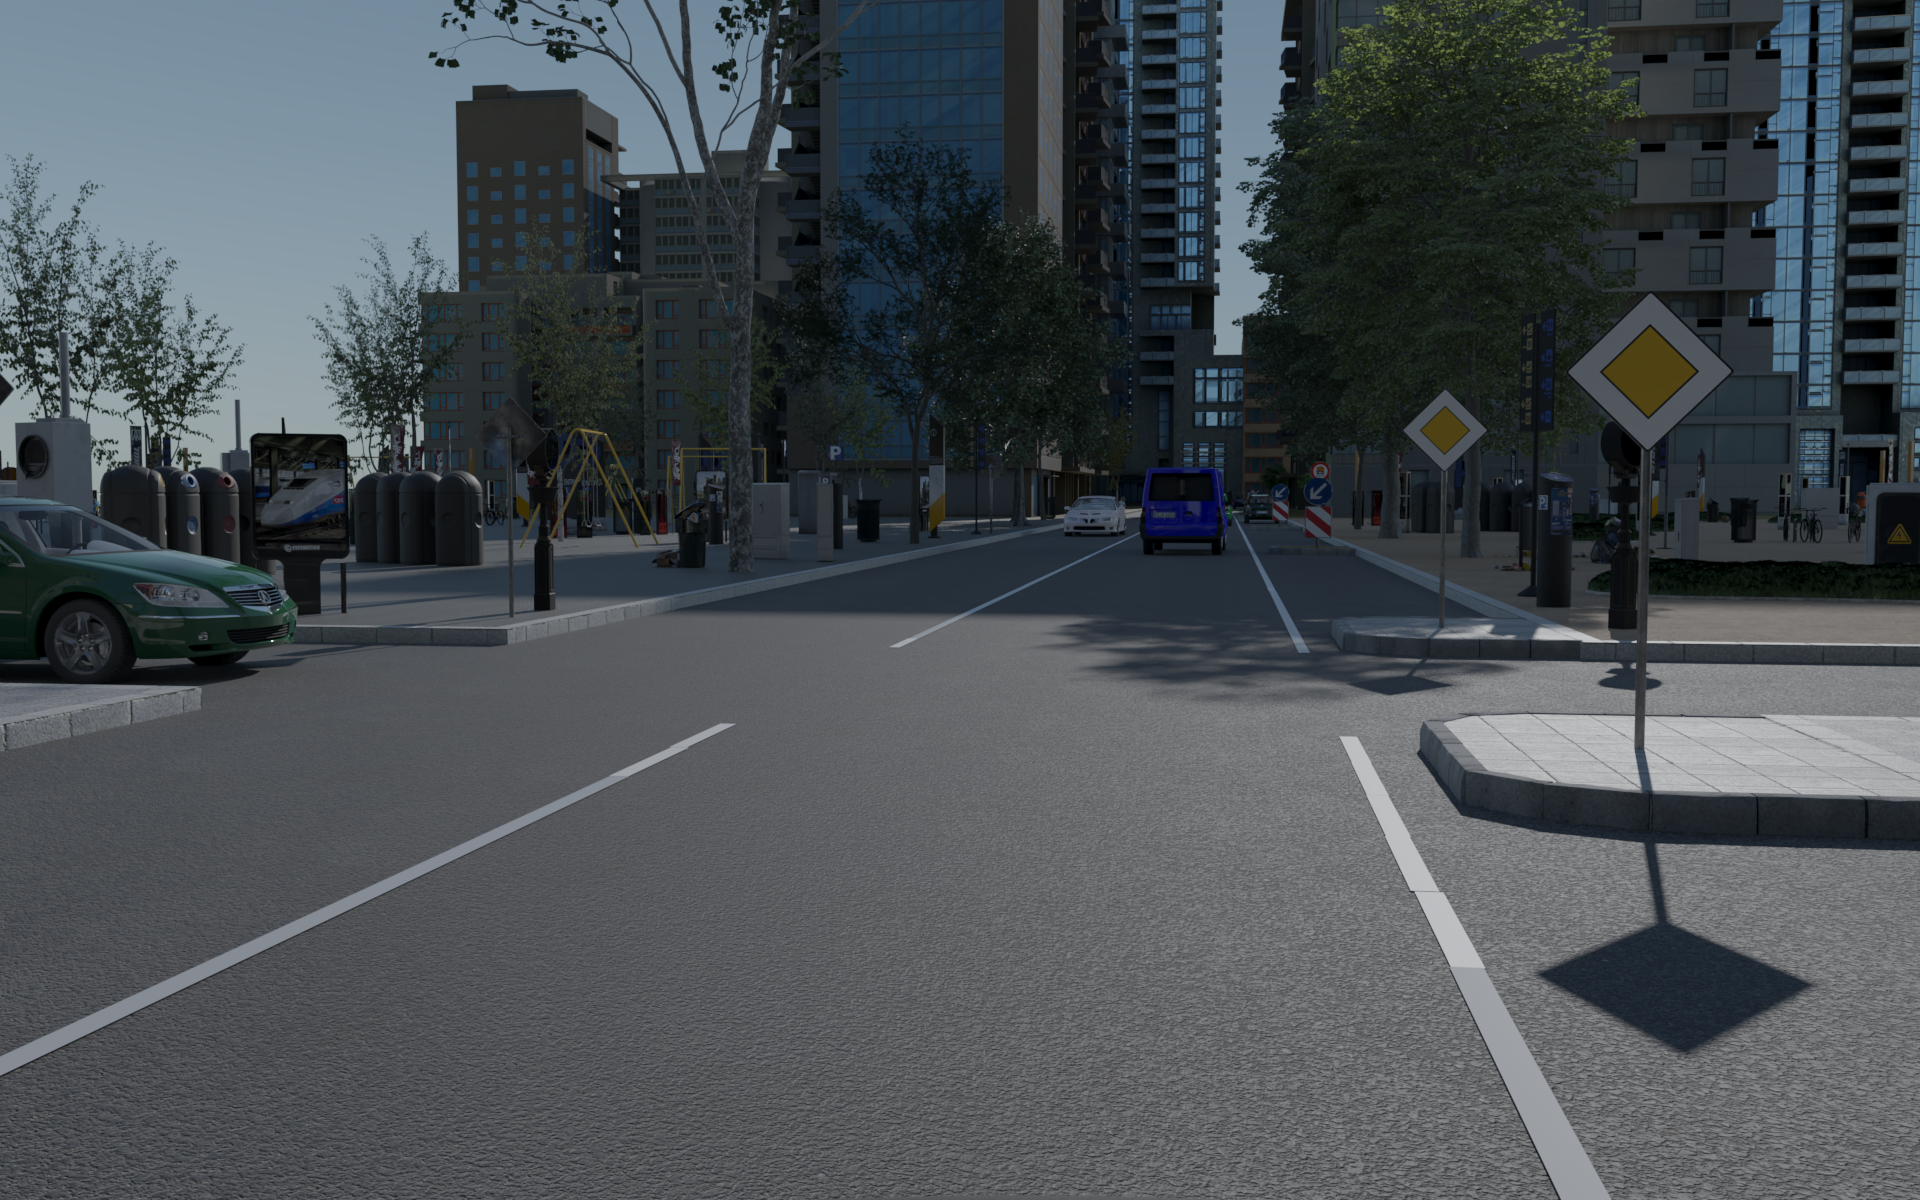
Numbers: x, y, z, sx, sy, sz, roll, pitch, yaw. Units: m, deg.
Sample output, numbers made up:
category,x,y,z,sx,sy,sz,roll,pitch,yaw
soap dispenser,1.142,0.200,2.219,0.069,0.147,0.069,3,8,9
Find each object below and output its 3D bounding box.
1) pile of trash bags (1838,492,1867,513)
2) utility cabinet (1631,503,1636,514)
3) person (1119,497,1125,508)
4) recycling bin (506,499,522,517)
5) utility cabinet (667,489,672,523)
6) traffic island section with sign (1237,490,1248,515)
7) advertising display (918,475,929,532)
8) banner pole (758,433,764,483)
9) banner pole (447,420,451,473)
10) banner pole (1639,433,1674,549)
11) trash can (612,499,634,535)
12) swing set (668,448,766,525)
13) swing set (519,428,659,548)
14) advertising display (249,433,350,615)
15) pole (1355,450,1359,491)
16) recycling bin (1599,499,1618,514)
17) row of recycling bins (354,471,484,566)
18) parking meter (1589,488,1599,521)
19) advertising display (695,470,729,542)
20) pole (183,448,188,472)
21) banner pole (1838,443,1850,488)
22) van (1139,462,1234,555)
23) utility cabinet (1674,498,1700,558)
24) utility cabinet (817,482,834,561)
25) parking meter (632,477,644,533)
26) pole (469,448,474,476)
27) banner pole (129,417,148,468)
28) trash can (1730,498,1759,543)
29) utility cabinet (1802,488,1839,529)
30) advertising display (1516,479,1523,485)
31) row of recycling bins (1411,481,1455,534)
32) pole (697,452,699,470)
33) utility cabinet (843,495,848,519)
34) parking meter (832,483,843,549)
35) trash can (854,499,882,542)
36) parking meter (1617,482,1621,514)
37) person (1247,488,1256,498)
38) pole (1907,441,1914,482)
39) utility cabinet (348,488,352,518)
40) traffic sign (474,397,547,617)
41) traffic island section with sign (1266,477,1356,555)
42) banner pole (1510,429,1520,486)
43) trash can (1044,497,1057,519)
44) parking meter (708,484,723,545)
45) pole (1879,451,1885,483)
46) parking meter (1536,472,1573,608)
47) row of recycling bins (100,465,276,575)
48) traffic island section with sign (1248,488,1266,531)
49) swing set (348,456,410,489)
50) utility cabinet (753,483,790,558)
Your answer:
category,x,y,z,sx,sy,sz,roll,pitch,yaw
pile of trash bags,40.844,-4.299,80.045,3.447,1.369,1.912,-2,4,-30
utility cabinet,33.884,-4.754,86.398,0.318,1.500,1.173,0,4,-4
person,7.901,-4.425,85.135,0.425,1.301,0.394,-3,4,-36
recycling bin,-24.534,-5.079,95.588,0.722,1.027,0.722,2,4,24
utility cabinet,-12.706,-4.025,74.491,0.318,1.500,1.173,0,4,7
traffic island section with sign,19.989,-6.668,117.650,1.989,1.847,2.006,1,4,9
advertising display,-1.261,-3.323,59.543,0.123,1.923,0.974,1,4,19
banner pole,-8.184,-4.971,71.296,0.401,3.779,0.863,1,4,8
banner pole,-17.067,-4.157,57.988,0.401,3.779,0.863,-1,4,-18
banner pole,16.290,-3.086,40.475,0.863,3.779,0.401,3,4,38
trash can,-10.731,-2.658,55.114,0.748,1.137,0.748,0,3,0
swing set,-8.181,-3.758,59.070,3.119,2.851,2.862,0,4,-6
swing set,-9.093,-2.746,42.512,2.862,2.851,3.119,0,4,0
advertising display,-7.015,-0.808,18.427,0.974,1.923,0.123,-2,4,-28
pole,18.453,-5.296,80.431,0.158,3.312,0.155,0,3,0
recycling bin,32.591,-4.556,87.043,0.722,1.027,0.722,-3,5,-39
row of recycling bins,-10.029,-1.519,31.946,3.534,1.692,1.069,3,5,41
parking meter,25.710,-3.780,70.209,0.372,1.533,0.369,0,3,0
advertising display,-6.645,-2.521,46.426,0.974,1.923,0.123,2,4,23
pole,-33.907,-5.018,75.893,0.158,3.312,0.155,0,3,0
banner pole,43.650,-5.842,85.534,0.401,3.779,0.863,-1,4,-12
van,5.557,-2.332,42.507,2.240,2.365,5.245,1,4,10
utility cabinet,12.572,-1.152,29.996,0.306,1.237,1.020,1,4,16
utility cabinet,-2.577,-1.503,33.246,0.318,1.500,1.173,0,4,-4
parking meter,-10.652,-3.156,57.318,0.399,1.863,0.255,-1,4,-11
pole,-21.537,-5.054,76.471,0.158,3.312,0.155,0,3,0
banner pole,-26.437,-4.031,55.921,0.401,3.779,0.863,1,4,22
trash can,20.647,-2.077,45.619,0.748,1.137,0.748,0,3,0
utility cabinet,31.400,-3.337,63.234,1.173,1.500,0.318,0,4,4
advertising display,24.590,-4.355,76.426,0.123,1.923,0.974,3,4,36
row of recycling bins,15.757,-3.108,57.923,1.069,1.692,3.534,0,4,5
pole,-12.674,-5.533,84.309,0.158,3.312,0.155,0,3,0
utility cabinet,-6.172,-4.836,90.228,0.306,1.237,1.020,-2,4,-26
parking meter,-2.923,-1.963,40.500,0.372,1.533,0.369,0,3,0
trash can,-2.447,-2.115,46.228,0.748,1.137,0.748,0,3,0
parking meter,31.765,-4.744,83.276,0.255,1.863,0.399,1,4,19
person,16.137,-5.322,96.049,0.750,1.759,0.617,2,4,30
pole,36.694,-4.469,66.904,0.158,3.312,0.155,0,3,0
utility cabinet,-23.732,-3.688,68.976,1.173,1.500,0.318,-2,4,-28
traffic sign,-4.667,-0.877,17.984,0.795,2.450,0.064,1,4,9
traffic island section with sign,8.461,-2.020,41.661,1.989,1.847,2.006,1,4,9
banner pole,21.400,-4.695,66.781,0.401,3.779,0.863,-1,4,-9
trash can,4.617,-4.731,89.003,0.748,1.137,0.748,0,3,0
parking meter,-6.221,-2.185,44.137,0.372,1.533,0.369,0,3,0
pole,43.294,-5.351,81.340,0.158,3.312,0.155,0,3,0
parking meter,6.762,-0.690,19.686,0.372,1.533,0.369,0,3,0
row of recycling bins,-11.561,-1.154,25.989,1.069,1.692,3.534,1,4,11
traffic island section with sign,12.500,-3.650,68.312,1.989,1.847,2.006,1,4,9
swing set,-24.220,-4.564,72.237,3.119,2.851,2.862,0,4,0
utility cabinet,-3.921,-1.570,34.346,1.173,1.500,0.318,3,4,36
